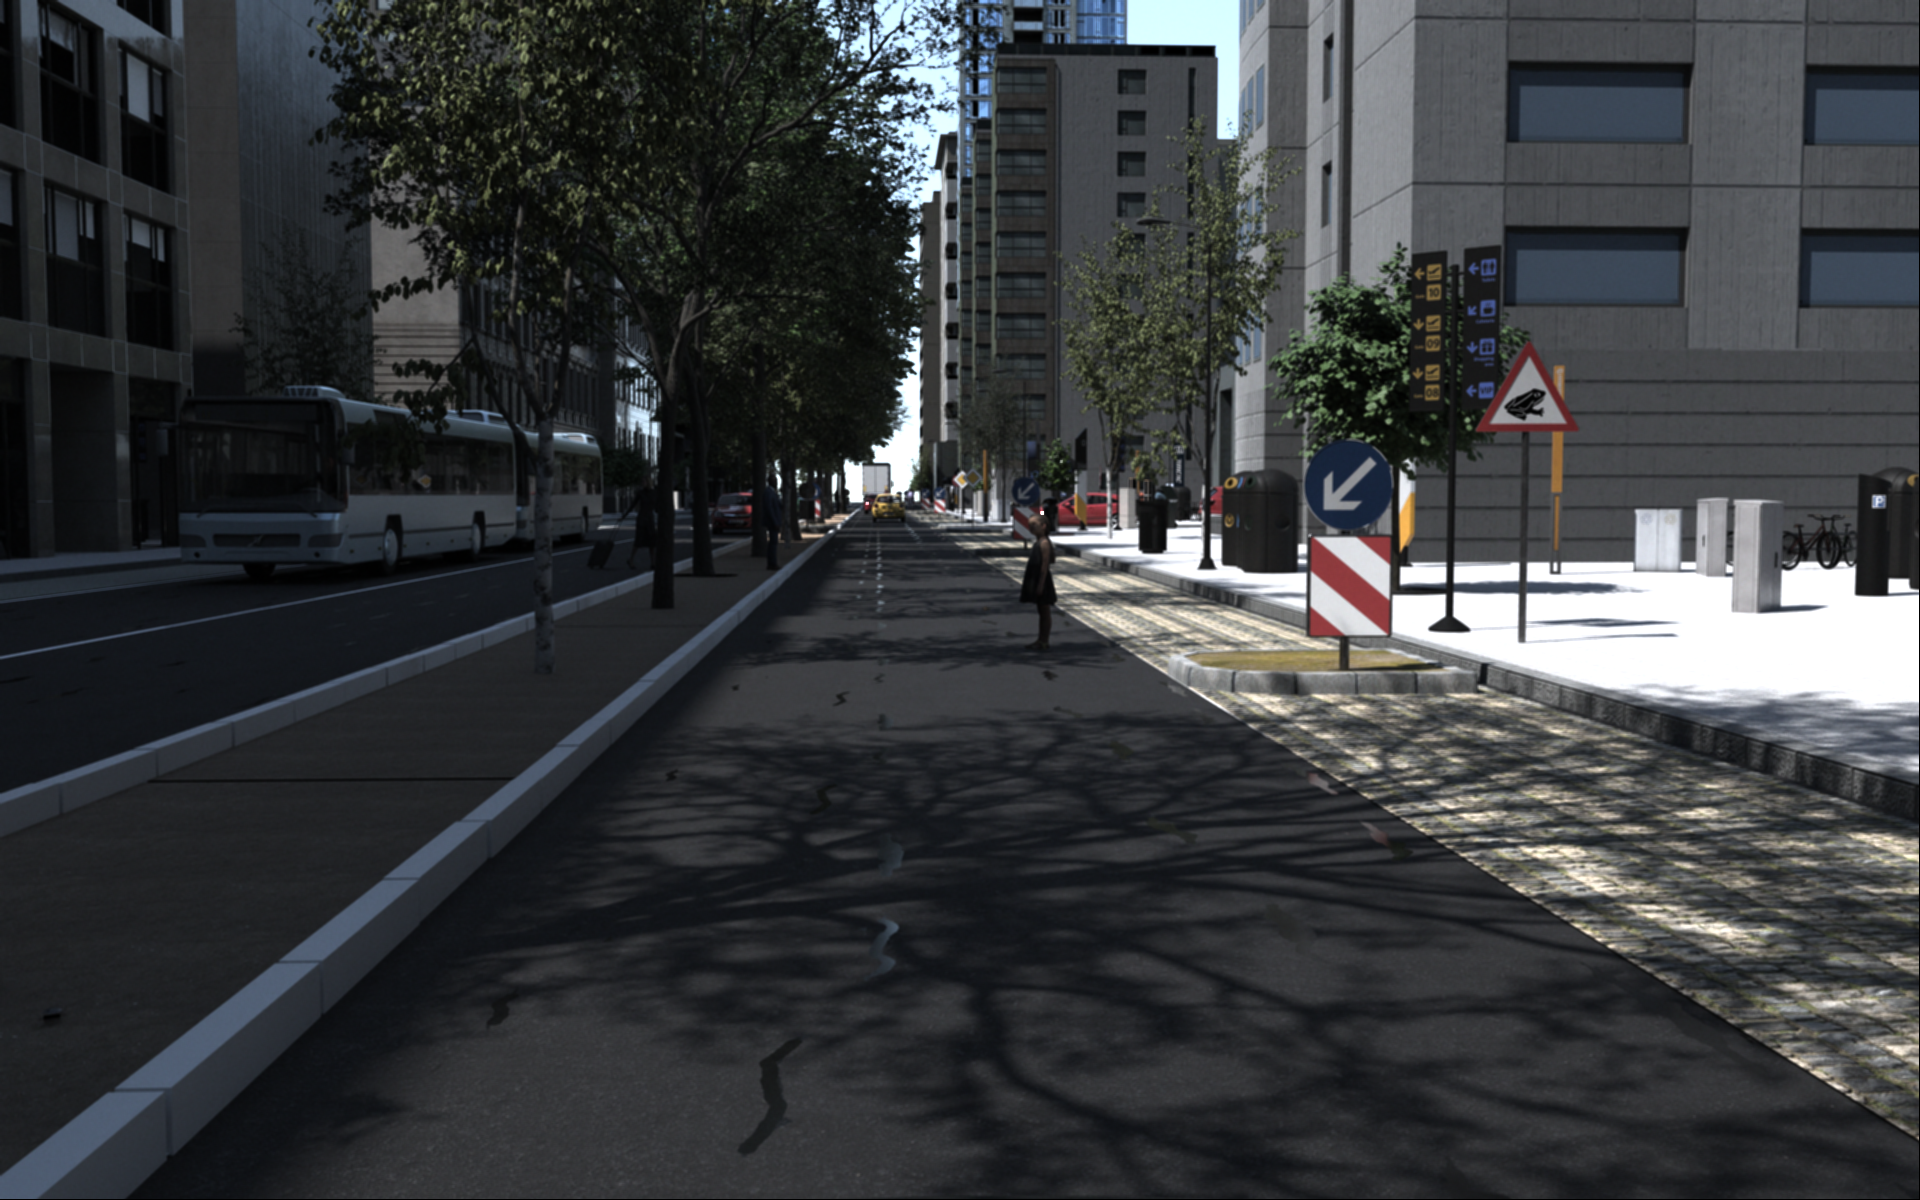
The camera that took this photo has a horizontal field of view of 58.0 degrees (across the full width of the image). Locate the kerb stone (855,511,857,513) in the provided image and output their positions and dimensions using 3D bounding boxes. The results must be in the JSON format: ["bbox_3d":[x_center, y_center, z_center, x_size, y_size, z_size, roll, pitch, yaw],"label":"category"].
[{"bbox_3d":[-7.159,-5.760,116.378,0.120,0.150,1.000,0,4,-3],"label":"kerb stone"}]

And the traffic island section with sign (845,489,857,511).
[{"bbox_3d":[-9.709,-8.513,147.320,2.006,1.907,1.989,0,4,-3],"label":"traffic island section with sign"}]

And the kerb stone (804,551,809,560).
[{"bbox_3d":[-3.360,-0.907,37.020,0.120,0.150,1.000,0,4,-3],"label":"kerb stone"}]

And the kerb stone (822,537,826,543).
[{"bbox_3d":[-3.890,-1.590,48.289,0.120,0.150,1.000,0,4,-3],"label":"kerb stone"}]

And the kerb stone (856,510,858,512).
[{"bbox_3d":[-7.352,-6.011,120.482,0.120,0.150,1.000,0,4,-3],"label":"kerb stone"}]

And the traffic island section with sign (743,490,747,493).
[{"bbox_3d":[-21.152,-9.954,171.380,1.989,1.847,2.006,0,4,-3],"label":"traffic island section with sign"}]

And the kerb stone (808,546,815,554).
[{"bbox_3d":[-3.500,-1.094,40.090,0.120,0.150,1.000,0,4,-3],"label":"kerb stone"}]

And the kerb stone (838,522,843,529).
[{"bbox_3d":[-5.045,-3.067,72.354,0.120,0.150,1.000,0,4,-3],"label":"kerb stone"}]

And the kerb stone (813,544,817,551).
[{"bbox_3d":[-3.608,-1.217,42.138,0.120,0.150,1.000,0,4,-3],"label":"kerb stone"}]

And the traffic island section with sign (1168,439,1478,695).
[{"bbox_3d":[2.653,-0.282,13.234,1.989,1.847,2.006,0,4,-3],"label":"traffic island section with sign"}]

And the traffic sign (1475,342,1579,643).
[{"bbox_3d":[4.847,-0.909,14.870,0.884,2.594,0.081,0,4,-1],"label":"traffic sign"}]

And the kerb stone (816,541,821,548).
[{"bbox_3d":[-3.698,-1.344,44.197,0.120,0.150,1.000,0,4,-3],"label":"kerb stone"}]

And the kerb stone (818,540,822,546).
[{"bbox_3d":[-3.744,-1.408,45.221,0.120,0.150,1.000,0,4,-3],"label":"kerb stone"}]

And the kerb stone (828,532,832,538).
[{"bbox_3d":[-4.190,-1.972,54.438,0.120,0.150,1.000,0,4,-3],"label":"kerb stone"}]

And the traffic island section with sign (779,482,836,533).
[{"bbox_3d":[-5.760,-3.470,64.869,2.006,1.907,1.989,0,4,-3],"label":"traffic island section with sign"}]

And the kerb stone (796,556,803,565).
[{"bbox_3d":[-3.206,-0.718,33.940,0.120,0.150,1.000,0,4,-3],"label":"kerb stone"}]

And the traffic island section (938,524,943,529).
[{"bbox_3d":[0.124,-3.096,72.905,2.009,0.180,2.903,0,4,-3],"label":"traffic island section"}]

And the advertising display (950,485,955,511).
[{"bbox_3d":[-0.540,-7.516,128.093,0.123,1.923,0.974,-1,4,-15],"label":"advertising display"}]

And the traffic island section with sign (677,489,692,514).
[{"bbox_3d":[-18.785,-6.917,121.723,1.989,1.847,2.006,0,4,-3],"label":"traffic island section with sign"}]

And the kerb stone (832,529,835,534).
[{"bbox_3d":[-4.382,-2.222,58.529,0.120,0.150,1.000,0,4,-3],"label":"kerb stone"}]

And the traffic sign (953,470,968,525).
[{"bbox_3d":[0.101,-4.231,72.826,0.795,2.450,0.064,0,4,-3],"label":"traffic sign"}]

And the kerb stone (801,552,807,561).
[{"bbox_3d":[-3.307,-0.844,35.991,0.120,0.150,1.000,0,4,-3],"label":"kerb stone"}]

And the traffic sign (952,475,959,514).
[{"bbox_3d":[-0.143,-6.982,114.260,0.768,2.556,0.104,0,4,1],"label":"traffic sign"}]

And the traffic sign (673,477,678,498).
[{"bbox_3d":[-21.007,-7.749,126.804,0.768,2.556,0.104,0,4,3],"label":"traffic sign"}]

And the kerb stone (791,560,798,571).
[{"bbox_3d":[-3.113,-0.593,31.896,0.120,0.150,1.000,0,4,-3],"label":"kerb stone"}]

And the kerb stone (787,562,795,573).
[{"bbox_3d":[-3.066,-0.531,30.874,0.120,0.150,1.000,0,4,-3],"label":"kerb stone"}]

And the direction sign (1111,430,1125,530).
[{"bbox_3d":[5.606,-4.250,61.486,0.379,3.537,0.876,3,4,36],"label":"direction sign"}]

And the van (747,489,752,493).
[{"bbox_3d":[-16.597,-8.170,140.582,2.013,2.044,4.112,0,4,-1],"label":"van"}]

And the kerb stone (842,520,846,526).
[{"bbox_3d":[-5.299,-3.372,77.472,0.120,0.150,1.000,0,4,-3],"label":"kerb stone"}]

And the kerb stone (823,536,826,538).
[{"bbox_3d":[-3.950,-1.655,49.309,0.120,0.150,1.000,0,4,-3],"label":"kerb stone"}]

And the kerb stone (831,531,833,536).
[{"bbox_3d":[-4.292,-2.097,56.487,0.120,0.150,1.000,0,4,-3],"label":"kerb stone"}]

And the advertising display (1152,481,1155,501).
[{"bbox_3d":[9.911,-5.110,88.755,0.123,1.923,0.974,0,4,8],"label":"advertising display"}]

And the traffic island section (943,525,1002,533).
[{"bbox_3d":[0.506,-2.608,64.929,2.009,0.180,2.903,0,4,-3],"label":"traffic island section"}]

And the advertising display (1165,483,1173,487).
[{"bbox_3d":[12.003,-5.637,97.385,0.974,1.923,0.123,1,4,18],"label":"advertising display"}]

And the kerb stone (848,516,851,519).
[{"bbox_3d":[-5.940,-4.195,90.783,0.120,0.150,1.000,0,4,-3],"label":"kerb stone"}]

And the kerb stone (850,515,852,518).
[{"bbox_3d":[-6.132,-4.443,94.872,0.120,0.150,1.000,0,4,-3],"label":"kerb stone"}]

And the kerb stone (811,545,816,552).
[{"bbox_3d":[-3.550,-1.157,41.117,0.120,0.150,1.000,0,4,-3],"label":"kerb stone"}]

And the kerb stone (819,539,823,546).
[{"bbox_3d":[-3.800,-1.471,46.246,0.120,0.150,1.000,0,4,-3],"label":"kerb stone"}]

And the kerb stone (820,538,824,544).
[{"bbox_3d":[-3.855,-1.531,47.267,0.120,0.150,1.000,0,4,-3],"label":"kerb stone"}]

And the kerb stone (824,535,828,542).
[{"bbox_3d":[-3.998,-1.721,50.330,0.120,0.150,1.000,0,4,-3],"label":"kerb stone"}]

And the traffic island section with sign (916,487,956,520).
[{"bbox_3d":[-1.253,-5.283,95.006,1.989,1.847,2.006,0,4,-3],"label":"traffic island section with sign"}]

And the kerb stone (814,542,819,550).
[{"bbox_3d":[-3.650,-1.283,43.167,0.120,0.150,1.000,0,4,-3],"label":"kerb stone"}]

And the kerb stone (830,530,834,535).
[{"bbox_3d":[-4.339,-2.159,57.508,0.120,0.150,1.000,0,4,-3],"label":"kerb stone"}]

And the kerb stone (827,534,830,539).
[{"bbox_3d":[-4.093,-1.844,52.381,0.120,0.150,1.000,0,4,-3],"label":"kerb stone"}]

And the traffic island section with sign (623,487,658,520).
[{"bbox_3d":[-17.490,-5.270,94.799,1.989,1.847,2.006,0,4,-3],"label":"traffic island section with sign"}]

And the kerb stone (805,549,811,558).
[{"bbox_3d":[-3.401,-0.965,38.042,0.120,0.150,1.000,0,4,-3],"label":"kerb stone"}]

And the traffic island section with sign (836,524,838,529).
[{"bbox_3d":[-6.104,-3.922,72.268,2.006,1.907,1.989,0,4,-3],"label":"traffic island section with sign"}]

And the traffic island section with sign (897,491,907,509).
[{"bbox_3d":[-4.953,-9.990,171.970,1.989,1.847,2.006,0,4,-3],"label":"traffic island section with sign"}]

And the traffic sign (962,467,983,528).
[{"bbox_3d":[0.483,-3.744,64.851,0.795,2.450,0.064,0,4,-3],"label":"traffic sign"}]

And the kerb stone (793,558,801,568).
[{"bbox_3d":[-3.162,-0.651,32.917,0.120,0.150,1.000,0,4,-3],"label":"kerb stone"}]

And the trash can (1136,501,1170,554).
[{"bbox_3d":[4.171,-1.577,37.441,0.748,1.137,0.748,0,3,0],"label":"trash can"}]

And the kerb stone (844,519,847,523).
[{"bbox_3d":[-5.393,-3.506,79.513,0.120,0.150,1.000,0,4,-3],"label":"kerb stone"}]

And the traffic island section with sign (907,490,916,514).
[{"bbox_3d":[-2.551,-6.930,121.930,1.989,1.847,2.006,0,4,-3],"label":"traffic island section with sign"}]

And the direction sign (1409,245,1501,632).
[{"bbox_3d":[4.586,-1.476,16.131,0.876,3.537,0.379,3,5,42],"label":"direction sign"}]

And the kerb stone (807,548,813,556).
[{"bbox_3d":[-3.452,-1.028,39.063,0.120,0.150,1.000,0,4,-3],"label":"kerb stone"}]

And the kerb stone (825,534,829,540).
[{"bbox_3d":[-4.040,-1.784,51.360,0.120,0.150,1.000,0,4,-3],"label":"kerb stone"}]

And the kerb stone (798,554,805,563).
[{"bbox_3d":[-3.256,-0.779,34.966,0.120,0.150,1.000,0,4,-3],"label":"kerb stone"}]

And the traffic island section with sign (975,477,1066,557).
[{"bbox_3d":[1.363,-1.933,40.236,1.989,1.847,2.006,0,4,-3],"label":"traffic island section with sign"}]

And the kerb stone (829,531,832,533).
[{"bbox_3d":[-4.240,-2.034,55.459,0.120,0.150,1.000,0,4,-3],"label":"kerb stone"}]
